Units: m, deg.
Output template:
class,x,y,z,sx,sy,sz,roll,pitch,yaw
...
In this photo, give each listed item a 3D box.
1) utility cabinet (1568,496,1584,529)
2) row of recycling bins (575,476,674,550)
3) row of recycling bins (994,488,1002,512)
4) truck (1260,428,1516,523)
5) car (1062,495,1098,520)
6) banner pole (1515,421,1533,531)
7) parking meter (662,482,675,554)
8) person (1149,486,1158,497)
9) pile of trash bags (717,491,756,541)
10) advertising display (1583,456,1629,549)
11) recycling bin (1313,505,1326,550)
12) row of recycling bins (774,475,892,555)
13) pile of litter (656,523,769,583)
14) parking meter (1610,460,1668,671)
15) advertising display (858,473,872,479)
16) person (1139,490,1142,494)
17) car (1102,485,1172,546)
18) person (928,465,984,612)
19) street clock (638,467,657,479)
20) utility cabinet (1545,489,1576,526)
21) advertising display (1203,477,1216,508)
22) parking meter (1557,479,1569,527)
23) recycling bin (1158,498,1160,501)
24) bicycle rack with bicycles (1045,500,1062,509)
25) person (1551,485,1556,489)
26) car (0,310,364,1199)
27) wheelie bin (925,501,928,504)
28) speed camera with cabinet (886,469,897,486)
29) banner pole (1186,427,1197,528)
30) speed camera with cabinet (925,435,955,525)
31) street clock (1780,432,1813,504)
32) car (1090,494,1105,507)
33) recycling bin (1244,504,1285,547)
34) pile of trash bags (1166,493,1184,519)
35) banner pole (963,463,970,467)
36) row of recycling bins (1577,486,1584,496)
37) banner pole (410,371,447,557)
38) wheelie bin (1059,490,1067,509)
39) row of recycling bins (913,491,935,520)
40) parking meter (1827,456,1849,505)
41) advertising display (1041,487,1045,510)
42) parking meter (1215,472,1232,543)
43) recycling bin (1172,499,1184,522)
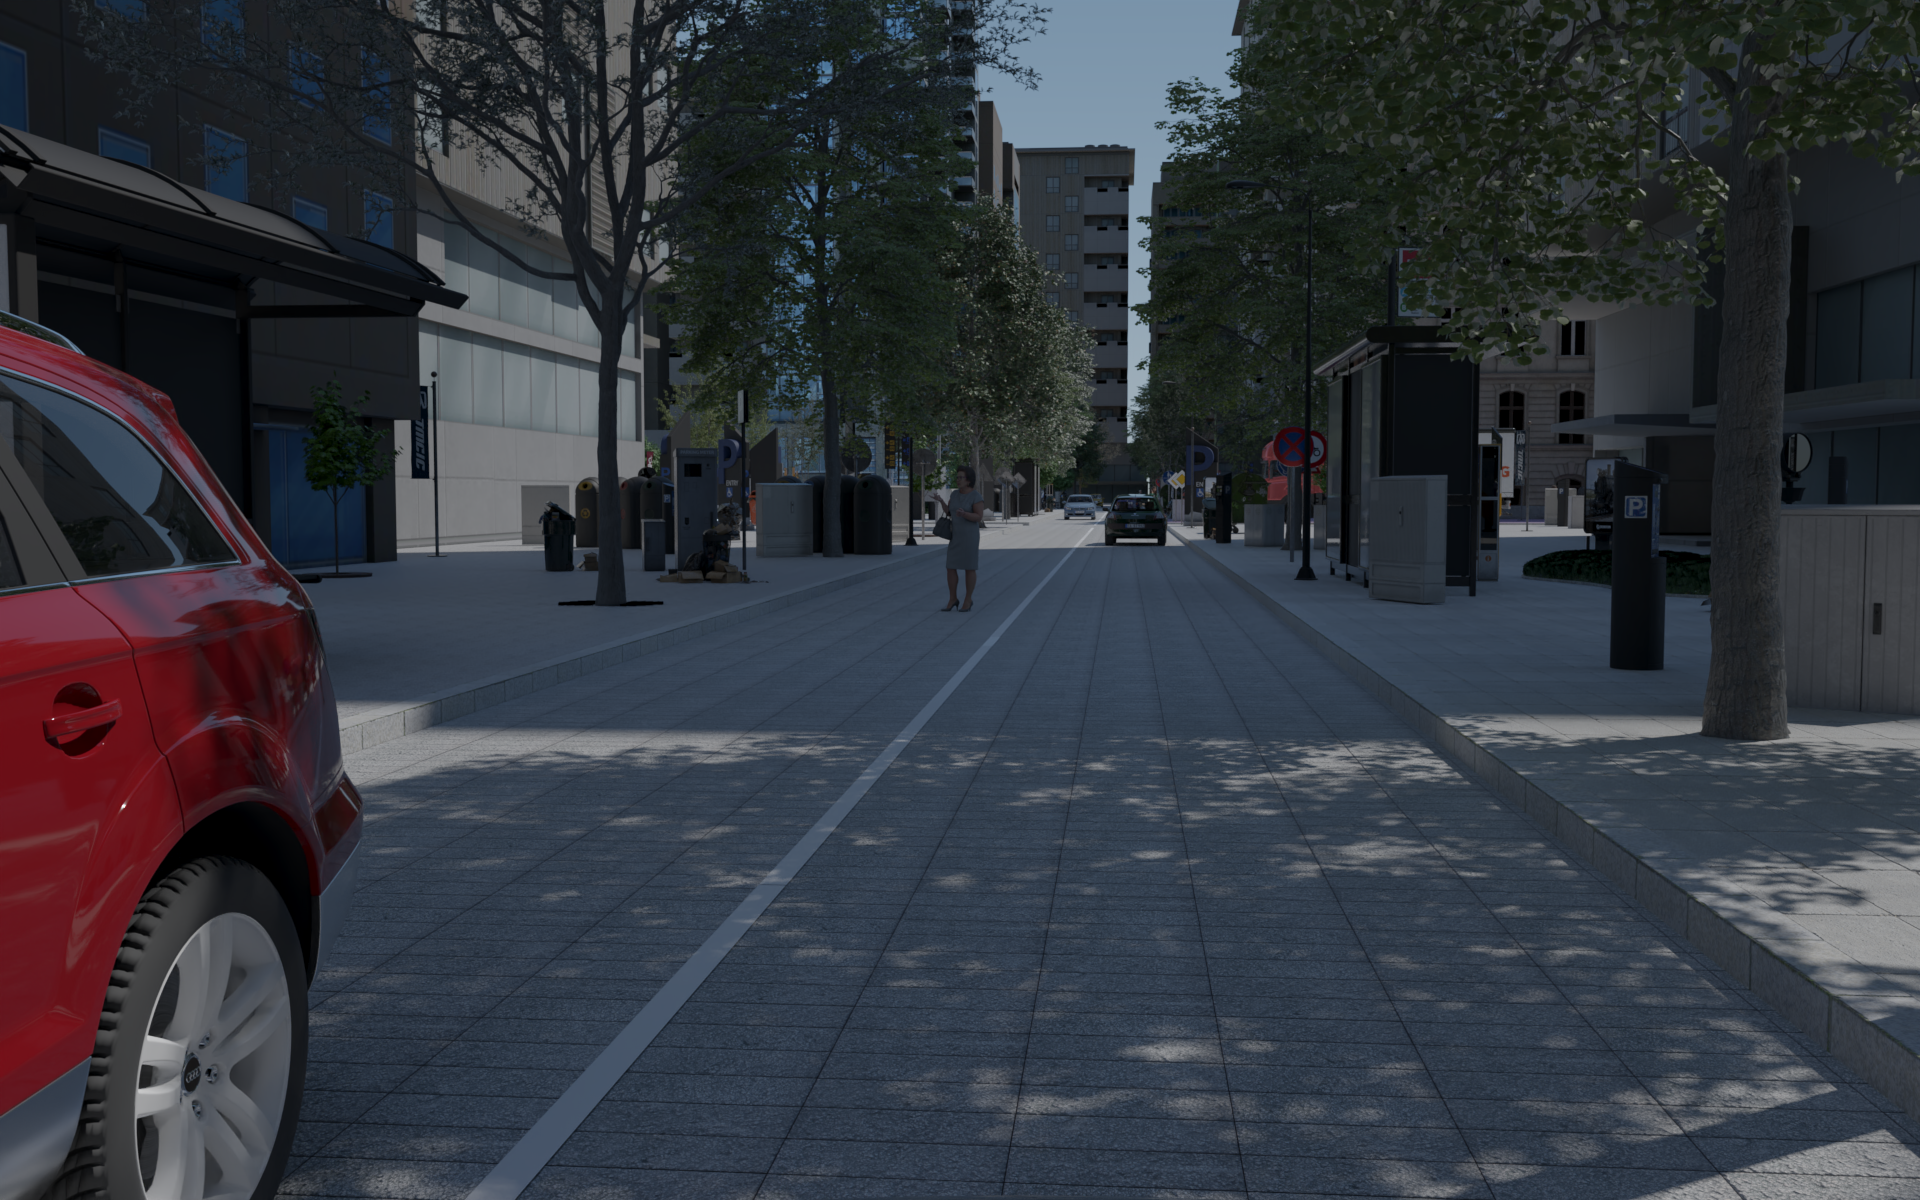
class,x,y,z,sx,sy,sz,roll,pitch,yaw
utility cabinet,23.125,-3.253,64.355,1.020,1.237,0.306,-1,4,-10
row of recycling bins,-7.889,-2.069,40.940,3.534,1.692,1.069,3,5,44
row of recycling bins,2.940,-7.095,123.123,3.534,1.692,1.069,3,4,38
truck,18.100,-5.286,75.344,11.283,4.237,2.839,0,4,6
car,6.750,-5.210,97.182,2.014,1.417,4.499,0,4,5
banner pole,19.432,-4.264,59.733,0.401,3.779,0.863,-2,4,-24
parking meter,-6.165,-1.749,37.001,0.372,1.533,0.369,0,3,0
person,8.956,-4.363,80.082,0.600,1.795,0.529,-2,4,-35
pile of trash bags,-6.539,-2.305,47.441,3.447,1.369,1.912,2,4,35
advertising display,11.227,-1.524,30.133,0.123,1.923,0.974,-1,4,-20
recycling bin,8.668,-1.680,40.025,0.722,1.027,0.722,-2,4,-31
row of recycling bins,-2.818,-1.875,37.772,3.534,1.692,1.069,3,5,43
pile of litter,-3.629,-0.689,25.229,1.719,0.858,1.176,3,4,37
parking meter,4.986,-0.263,12.718,0.372,1.533,0.369,0,3,0
advertising display,-3.139,-2.978,53.897,0.974,1.923,0.123,-3,5,-42
person,15.127,-8.372,145.862,0.515,1.767,0.782,1,4,17
car,5.046,-2.426,49.457,2.009,1.686,4.222,0,4,7
person,-0.078,-0.747,21.076,0.716,1.782,0.532,3,4,38
street clock,-8.328,-2.546,46.205,0.471,2.002,0.358,-2,4,-29
utility cabinet,24.050,-3.712,69.374,1.173,1.500,0.318,1,4,17
advertising display,9.487,-3.607,64.184,0.974,1.923,0.123,-1,4,-15
parking meter,23.650,-3.806,67.938,0.255,1.863,0.399,-2,4,-31
recycling bin,14.459,-6.927,125.814,0.722,1.027,0.722,1,4,21
bicycle rack with bicycles,7.341,-8.250,148.272,2.925,0.926,2.852,0,4,1
person,24.636,-3.866,71.959,0.529,1.795,0.600,0,4,-1
car,-2.412,0.429,1.662,2.281,1.827,5.304,0,4,3
wheelie bin,-3.156,-9.013,155.270,0.693,1.594,0.980,-3,4,-38
speed camera with cabinet,-4.370,-6.761,104.878,0.660,3.252,2.038,0,4,1
banner pole,8.746,-4.603,65.282,0.401,3.779,0.863,0,4,6
speed camera with cabinet,-0.561,-3.746,55.579,0.660,3.252,2.038,2,4,24
street clock,9.808,-0.974,20.499,0.471,2.002,0.358,-1,4,-22
car,14.558,-10.768,186.281,2.015,1.641,3.980,0,4,6
recycling bin,7.469,-1.832,42.509,0.722,1.027,0.722,-2,4,-33
pile of trash bags,11.628,-4.892,89.743,1.912,1.369,3.447,0,4,3
banner pole,0.382,-5.559,80.905,0.863,3.779,0.401,0,4,6
row of recycling bins,44.172,-6.861,119.292,3.534,1.692,1.069,0,4,-8
banner pole,-10.845,-2.764,35.217,0.401,3.779,0.863,2,4,32
wheelie bin,8.973,-8.715,150.398,0.693,1.594,0.980,0,4,-4
row of recycling bins,-2.508,-4.849,86.389,3.534,1.692,1.069,1,4,12
parking meter,13.699,-1.305,27.054,0.255,1.863,0.399,2,4,31
advertising display,6.678,-8.200,139.286,0.123,1.923,0.974,-1,4,-11
parking meter,6.864,-2.410,45.117,0.399,1.863,0.255,-3,5,-39
recycling bin,10.383,-4.194,81.128,0.722,1.027,0.722,1,4,21
